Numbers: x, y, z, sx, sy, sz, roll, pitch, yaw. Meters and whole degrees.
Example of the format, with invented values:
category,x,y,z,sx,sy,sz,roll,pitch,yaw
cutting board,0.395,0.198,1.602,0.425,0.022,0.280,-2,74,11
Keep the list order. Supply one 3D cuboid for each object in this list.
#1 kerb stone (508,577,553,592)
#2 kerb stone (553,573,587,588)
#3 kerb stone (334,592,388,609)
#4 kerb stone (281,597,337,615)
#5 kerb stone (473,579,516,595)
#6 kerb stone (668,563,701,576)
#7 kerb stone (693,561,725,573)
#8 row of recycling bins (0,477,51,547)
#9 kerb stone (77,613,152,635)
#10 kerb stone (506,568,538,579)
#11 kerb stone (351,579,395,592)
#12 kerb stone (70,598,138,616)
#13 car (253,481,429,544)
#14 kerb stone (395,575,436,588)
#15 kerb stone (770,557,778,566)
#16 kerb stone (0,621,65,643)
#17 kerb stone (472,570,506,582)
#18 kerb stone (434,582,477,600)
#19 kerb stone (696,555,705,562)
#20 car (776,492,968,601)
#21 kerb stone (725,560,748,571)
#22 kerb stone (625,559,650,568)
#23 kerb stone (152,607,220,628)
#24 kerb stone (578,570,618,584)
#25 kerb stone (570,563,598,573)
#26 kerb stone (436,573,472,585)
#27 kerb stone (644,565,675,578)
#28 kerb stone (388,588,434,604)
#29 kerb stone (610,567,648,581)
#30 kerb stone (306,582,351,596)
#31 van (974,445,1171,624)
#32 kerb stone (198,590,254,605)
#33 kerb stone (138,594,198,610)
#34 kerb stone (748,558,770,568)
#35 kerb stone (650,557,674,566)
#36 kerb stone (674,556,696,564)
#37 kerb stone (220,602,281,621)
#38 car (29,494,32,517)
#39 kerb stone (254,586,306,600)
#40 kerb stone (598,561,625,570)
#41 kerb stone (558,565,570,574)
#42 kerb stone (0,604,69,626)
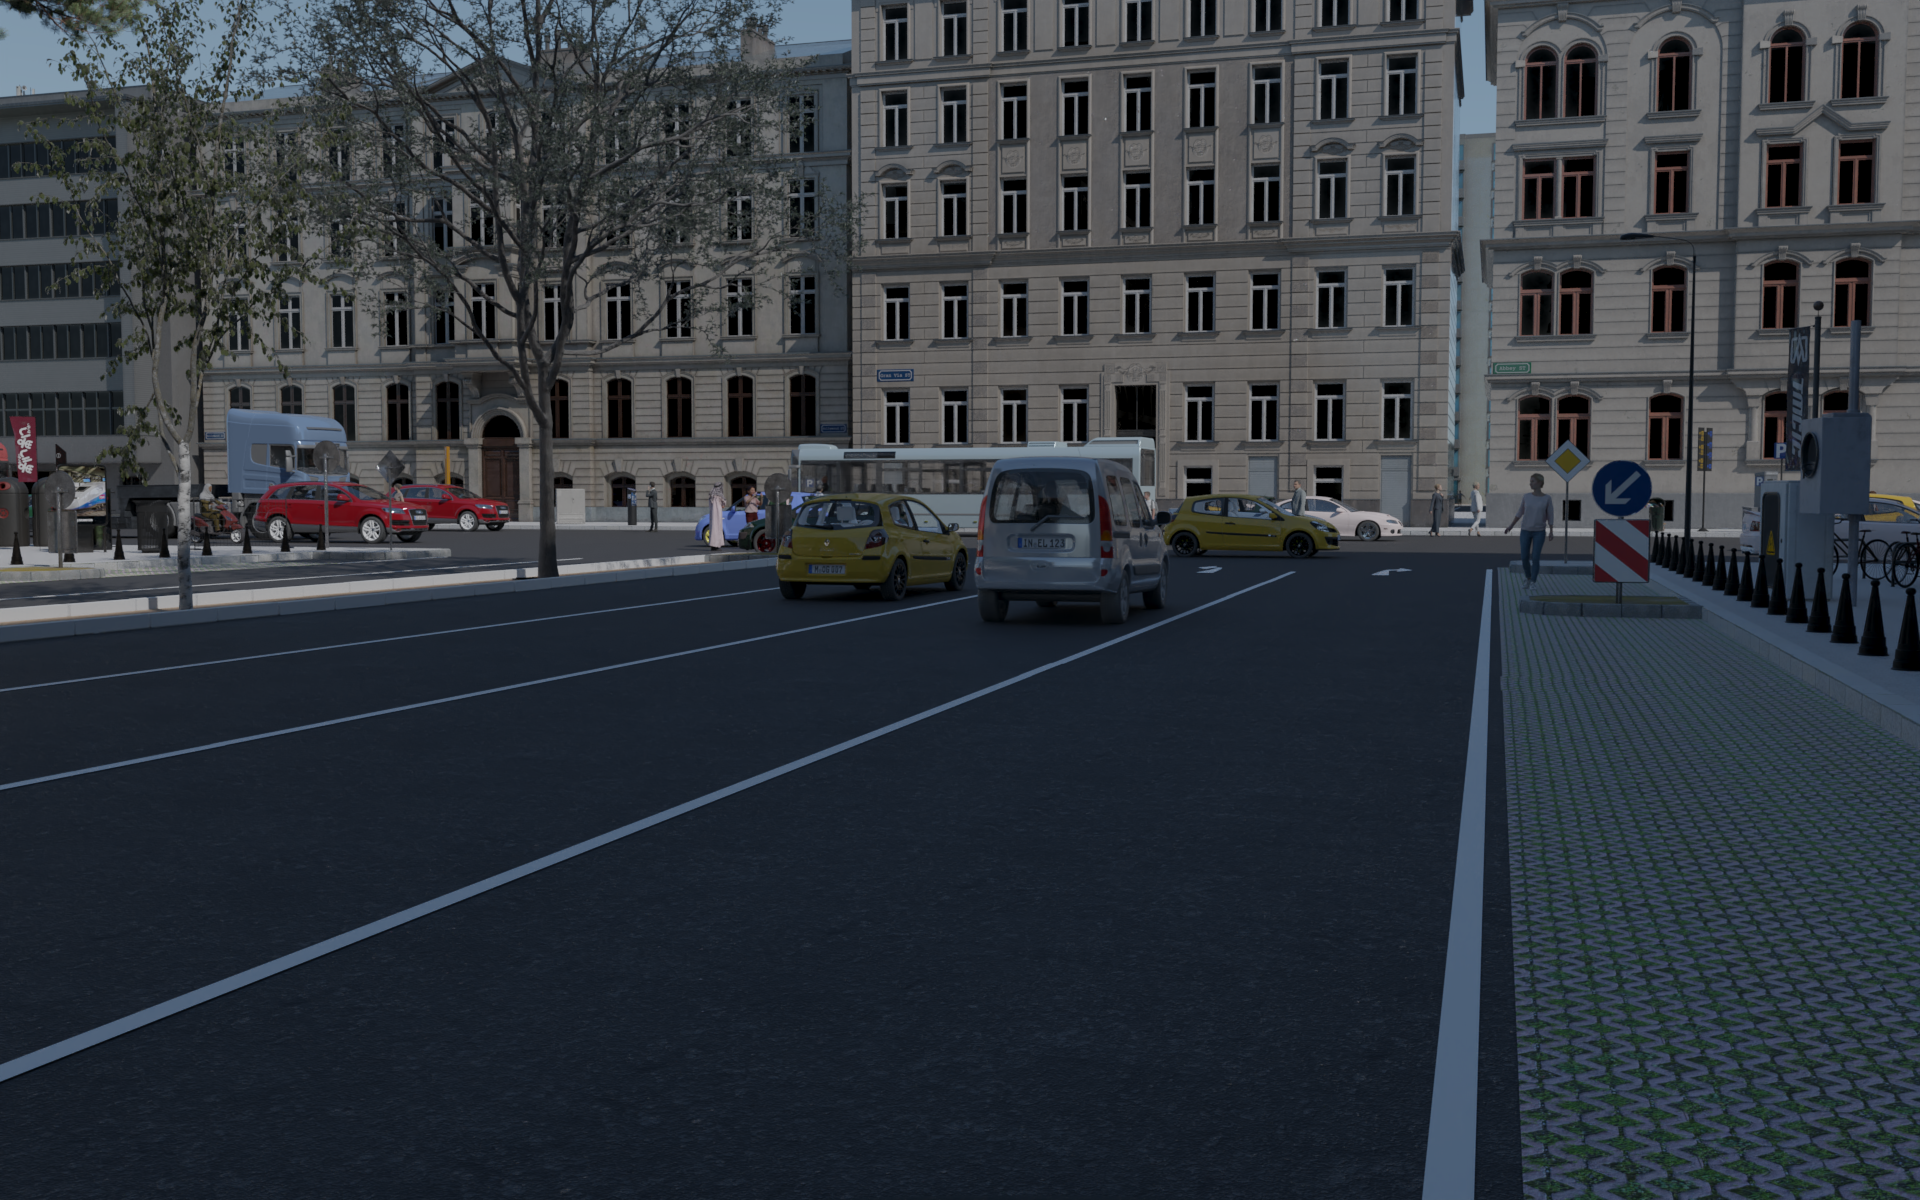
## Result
category,x,y,z,sx,sy,sz,roll,pitch,yaw
kerb stone,-6.438,-0.227,25.923,0.120,0.150,1.000,1,4,17
kerb stone,-6.141,-0.288,26.906,0.120,0.150,1.000,1,4,17
kerb stone,-7.654,0.015,21.983,0.120,0.150,1.000,1,4,17
kerb stone,-7.958,0.078,21.003,0.120,0.150,1.000,1,4,17
kerb stone,-6.751,-0.168,24.937,0.120,0.150,1.000,1,4,17
kerb stone,-4.924,-0.525,30.832,0.120,0.150,1.000,1,4,17
kerb stone,-4.624,-0.583,31.825,0.120,0.150,1.000,1,4,17
row of recycling bins,-23.611,-2.140,42.097,3.534,1.692,1.069,-1,4,-15
kerb stone,-8.874,0.253,18.058,0.120,0.150,1.000,1,4,17
kerb stone,-7.528,-0.448,29.517,0.120,0.150,1.000,1,4,17
kerb stone,-8.742,-0.208,25.593,0.120,0.150,1.000,1,4,17
kerb stone,-10.262,0.098,20.657,0.120,0.150,1.000,1,4,17
car,-18.270,-2.606,51.274,5.304,1.827,2.281,1,4,16
kerb stone,-8.431,-0.268,26.572,0.120,0.150,1.000,1,4,17
kerb stone,-3.712,-0.769,34.774,0.120,0.150,1.000,1,4,17
kerb stone,-9.174,0.313,17.077,0.120,0.150,1.000,1,4,17
kerb stone,-7.844,-0.388,28.541,0.120,0.150,1.000,1,4,17
kerb stone,-7.054,-0.107,23.956,0.120,0.150,1.000,1,4,17
kerb stone,-5.414,-0.865,36.391,0.120,0.150,1.000,1,4,17
car,-1.151,-0.890,24.774,2.015,1.641,3.980,1,4,18
kerb stone,-4.320,-0.647,32.805,0.120,0.150,1.000,1,4,17
kerb stone,-6.328,-0.688,33.448,0.120,0.150,1.000,1,4,17
kerb stone,-8.570,0.193,19.038,0.120,0.150,1.000,1,4,17
kerb stone,-5.838,-0.348,27.887,0.120,0.150,1.000,1,4,17
kerb stone,-6.927,-0.568,31.483,0.120,0.150,1.000,1,4,17
kerb stone,-8.137,-0.328,27.555,0.120,0.150,1.000,1,4,17
kerb stone,-5.240,-0.465,29.855,0.120,0.150,1.000,1,4,17
kerb stone,-7.359,-0.047,22.965,0.120,0.150,1.000,1,4,17
kerb stone,-5.534,-0.408,28.872,0.120,0.150,1.000,1,4,17
kerb stone,-9.054,-0.143,24.616,0.120,0.150,1.000,1,4,17
van,1.423,-0.834,20.643,2.013,2.044,4.112,1,4,16
kerb stone,-9.657,-0.028,22.646,0.120,0.150,1.000,1,4,17
kerb stone,-9.966,0.033,21.652,0.120,0.150,1.000,1,4,17
kerb stone,-4.013,-0.709,33.787,0.120,0.150,1.000,1,4,17
kerb stone,-6.014,-0.748,34.427,0.120,0.150,1.000,1,4,17
kerb stone,-5.715,-0.808,35.409,0.120,0.150,1.000,1,4,17
kerb stone,-8.270,0.133,20.022,0.120,0.150,1.000,1,4,17
car,-35.084,-3.308,65.879,4.920,1.459,2.131,1,4,15
kerb stone,-9.345,-0.084,23.632,0.120,0.150,1.000,1,4,17
kerb stone,-6.631,-0.628,32.465,0.120,0.150,1.000,1,4,17
kerb stone,-7.222,-0.508,30.497,0.120,0.150,1.000,1,4,17
kerb stone,-10.575,0.155,19.666,0.120,0.150,1.000,1,4,17
